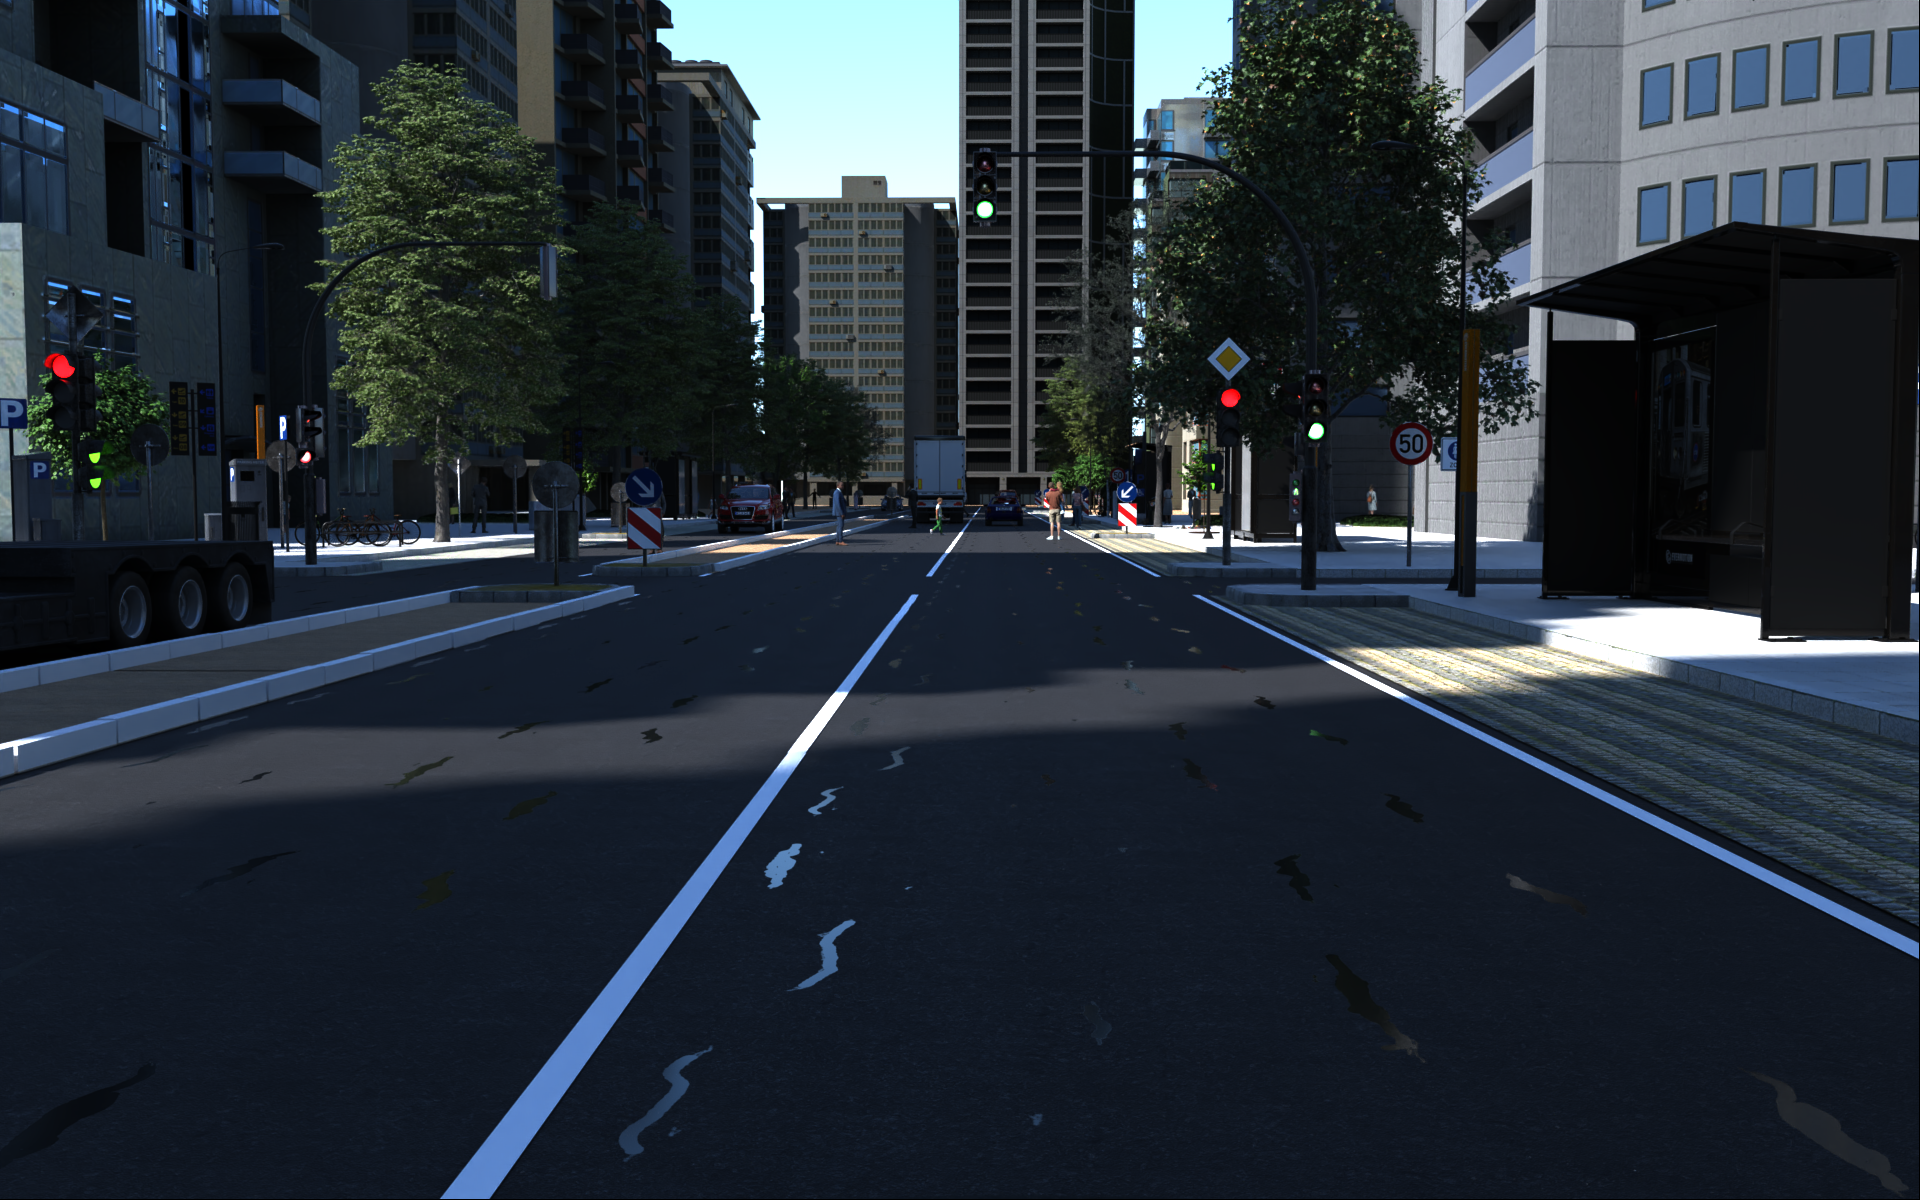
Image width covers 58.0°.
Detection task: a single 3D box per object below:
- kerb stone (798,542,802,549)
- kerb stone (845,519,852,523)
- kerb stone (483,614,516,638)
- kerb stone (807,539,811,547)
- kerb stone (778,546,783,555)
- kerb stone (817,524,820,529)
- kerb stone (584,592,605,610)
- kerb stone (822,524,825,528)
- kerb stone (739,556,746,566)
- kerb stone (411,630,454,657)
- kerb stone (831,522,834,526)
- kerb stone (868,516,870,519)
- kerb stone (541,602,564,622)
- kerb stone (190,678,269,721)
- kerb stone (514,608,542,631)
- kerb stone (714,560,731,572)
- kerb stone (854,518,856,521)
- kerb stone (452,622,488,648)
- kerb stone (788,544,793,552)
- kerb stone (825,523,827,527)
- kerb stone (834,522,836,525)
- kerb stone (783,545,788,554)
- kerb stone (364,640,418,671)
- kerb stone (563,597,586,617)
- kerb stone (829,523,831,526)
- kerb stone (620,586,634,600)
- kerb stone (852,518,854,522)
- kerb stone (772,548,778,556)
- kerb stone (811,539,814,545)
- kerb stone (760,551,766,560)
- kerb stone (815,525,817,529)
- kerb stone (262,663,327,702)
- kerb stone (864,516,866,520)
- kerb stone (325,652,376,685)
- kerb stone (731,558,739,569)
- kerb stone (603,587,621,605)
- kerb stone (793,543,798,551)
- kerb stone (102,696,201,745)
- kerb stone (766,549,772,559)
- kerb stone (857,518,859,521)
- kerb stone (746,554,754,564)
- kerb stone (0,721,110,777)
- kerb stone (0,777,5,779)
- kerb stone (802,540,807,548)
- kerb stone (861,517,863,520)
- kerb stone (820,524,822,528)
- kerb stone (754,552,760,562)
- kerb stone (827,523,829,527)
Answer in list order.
[{"bbox_3d":[-4.254,-1.378,44.719,0.120,0.150,1.000,0,4,1],"label":"kerb stone"},{"bbox_3d":[-5.618,-3.942,86.750,0.120,0.150,1.000,0,4,1],"label":"kerb stone"},{"bbox_3d":[-4.739,0.281,17.595,0.120,0.150,1.000,0,4,1],"label":"kerb stone"},{"bbox_3d":[-4.213,-1.500,46.776,0.120,0.150,1.000,0,4,1],"label":"kerb stone"},{"bbox_3d":[-4.324,-1.126,40.602,0.120,0.150,1.000,0,4,1],"label":"kerb stone"},{"bbox_3d":[-5.907,-2.945,70.342,0.120,0.150,1.000,0,4,1],"label":"kerb stone"},{"bbox_3d":[-4.652,0.033,21.699,0.120,0.150,1.000,0,4,1],"label":"kerb stone"},{"bbox_3d":[-5.876,-3.070,72.398,0.120,0.150,1.000,0,4,1],"label":"kerb stone"},{"bbox_3d":[-4.431,-0.751,34.467,0.120,0.150,1.000,0,4,1],"label":"kerb stone"},{"bbox_3d":[-4.775,0.407,15.534,0.120,0.150,1.000,0,4,1],"label":"kerb stone"},{"bbox_3d":[-5.796,-3.312,76.498,0.120,0.150,1.000,0,4,1],"label":"kerb stone"},{"bbox_3d":[-5.397,-4.701,99.053,0.120,0.150,1.000,0,4,1],"label":"kerb stone"},{"bbox_3d":[-4.703,0.162,19.654,0.120,0.150,1.000,0,4,1],"label":"kerb stone"},{"bbox_3d":[-4.838,0.660,11.412,0.120,0.150,1.000,0,4,1],"label":"kerb stone"},{"bbox_3d":[-4.709,0.219,18.620,0.120,0.150,1.000,0,4,1],"label":"kerb stone"},{"bbox_3d":[-4.467,-0.625,32.409,0.120,0.150,1.000,0,4,1],"label":"kerb stone"},{"bbox_3d":[-5.585,-4.068,88.794,0.120,0.150,1.000,0,4,1],"label":"kerb stone"},{"bbox_3d":[-4.746,0.344,16.569,0.120,0.150,1.000,0,4,1],"label":"kerb stone"},{"bbox_3d":[-4.289,-1.252,42.667,0.120,0.150,1.000,0,4,1],"label":"kerb stone"},{"bbox_3d":[-5.858,-3.133,73.420,0.120,0.150,1.000,0,4,1],"label":"kerb stone"},{"bbox_3d":[-5.787,-3.384,77.520,0.120,0.150,1.000,0,4,1],"label":"kerb stone"},{"bbox_3d":[-4.313,-1.189,41.633,0.120,0.150,1.000,0,4,1],"label":"kerb stone"},{"bbox_3d":[-4.785,0.471,14.498,0.120,0.150,1.000,0,4,1],"label":"kerb stone"},{"bbox_3d":[-4.677,0.093,20.678,0.120,0.150,1.000,0,4,1],"label":"kerb stone"},{"bbox_3d":[-5.816,-3.258,75.473,0.120,0.150,1.000,0,4,1],"label":"kerb stone"},{"bbox_3d":[-4.629,-0.095,23.748,0.120,0.150,1.000,0,4,1],"label":"kerb stone"},{"bbox_3d":[-5.607,-4.008,87.772,0.120,0.150,1.000,0,4,1],"label":"kerb stone"},{"bbox_3d":[-4.346,-1.063,39.580,0.120,0.150,1.000,0,4,1],"label":"kerb stone"},{"bbox_3d":[-4.207,-1.567,47.808,0.120,0.150,1.000,0,4,1],"label":"kerb stone"},{"bbox_3d":[-4.388,-0.931,37.536,0.120,0.150,1.000,0,4,1],"label":"kerb stone"},{"bbox_3d":[-5.922,-2.882,69.320,0.120,0.150,1.000,0,4,1],"label":"kerb stone"},{"bbox_3d":[-4.817,0.597,12.442,0.120,0.150,1.000,0,4,1],"label":"kerb stone"},{"bbox_3d":[-5.456,-4.512,95.971,0.120,0.150,1.000,0,4,1],"label":"kerb stone"},{"bbox_3d":[-4.804,0.543,13.477,0.120,0.150,1.000,0,4,1],"label":"kerb stone"},{"bbox_3d":[-4.455,-0.688,33.445,0.120,0.150,1.000,0,4,1],"label":"kerb stone"},{"bbox_3d":[-4.643,-0.032,22.726,0.120,0.150,1.000,0,4,1],"label":"kerb stone"},{"bbox_3d":[-4.276,-1.313,43.697,0.120,0.150,1.000,0,4,1],"label":"kerb stone"},{"bbox_3d":[-4.859,0.722,10.391,0.120,0.150,1.000,0,4,1],"label":"kerb stone"},{"bbox_3d":[-4.361,-0.997,38.558,0.120,0.150,1.000,0,4,1],"label":"kerb stone"},{"bbox_3d":[-5.548,-4.199,90.853,0.120,0.150,1.000,0,4,1],"label":"kerb stone"},{"bbox_3d":[-4.411,-0.811,35.491,0.120,0.150,1.000,0,4,1],"label":"kerb stone"},{"bbox_3d":[-4.874,0.790,9.367,0.120,0.150,1.000,0,4,1],"label":"kerb stone"},{"bbox_3d":[-4.894,0.850,8.336,0.120,0.150,1.000,0,4,1],"label":"kerb stone"},{"bbox_3d":[-4.231,-1.439,45.754,0.120,0.150,1.000,0,4,1],"label":"kerb stone"},{"bbox_3d":[-5.490,-4.385,93.922,0.120,0.150,1.000,0,4,1],"label":"kerb stone"},{"bbox_3d":[-5.891,-3.007,71.365,0.120,0.150,1.000,0,4,1],"label":"kerb stone"},{"bbox_3d":[-4.402,-0.876,36.513,0.120,0.150,1.000,0,4,1],"label":"kerb stone"},{"bbox_3d":[-5.834,-3.196,74.450,0.120,0.150,1.000,0,4,1],"label":"kerb stone"}]
